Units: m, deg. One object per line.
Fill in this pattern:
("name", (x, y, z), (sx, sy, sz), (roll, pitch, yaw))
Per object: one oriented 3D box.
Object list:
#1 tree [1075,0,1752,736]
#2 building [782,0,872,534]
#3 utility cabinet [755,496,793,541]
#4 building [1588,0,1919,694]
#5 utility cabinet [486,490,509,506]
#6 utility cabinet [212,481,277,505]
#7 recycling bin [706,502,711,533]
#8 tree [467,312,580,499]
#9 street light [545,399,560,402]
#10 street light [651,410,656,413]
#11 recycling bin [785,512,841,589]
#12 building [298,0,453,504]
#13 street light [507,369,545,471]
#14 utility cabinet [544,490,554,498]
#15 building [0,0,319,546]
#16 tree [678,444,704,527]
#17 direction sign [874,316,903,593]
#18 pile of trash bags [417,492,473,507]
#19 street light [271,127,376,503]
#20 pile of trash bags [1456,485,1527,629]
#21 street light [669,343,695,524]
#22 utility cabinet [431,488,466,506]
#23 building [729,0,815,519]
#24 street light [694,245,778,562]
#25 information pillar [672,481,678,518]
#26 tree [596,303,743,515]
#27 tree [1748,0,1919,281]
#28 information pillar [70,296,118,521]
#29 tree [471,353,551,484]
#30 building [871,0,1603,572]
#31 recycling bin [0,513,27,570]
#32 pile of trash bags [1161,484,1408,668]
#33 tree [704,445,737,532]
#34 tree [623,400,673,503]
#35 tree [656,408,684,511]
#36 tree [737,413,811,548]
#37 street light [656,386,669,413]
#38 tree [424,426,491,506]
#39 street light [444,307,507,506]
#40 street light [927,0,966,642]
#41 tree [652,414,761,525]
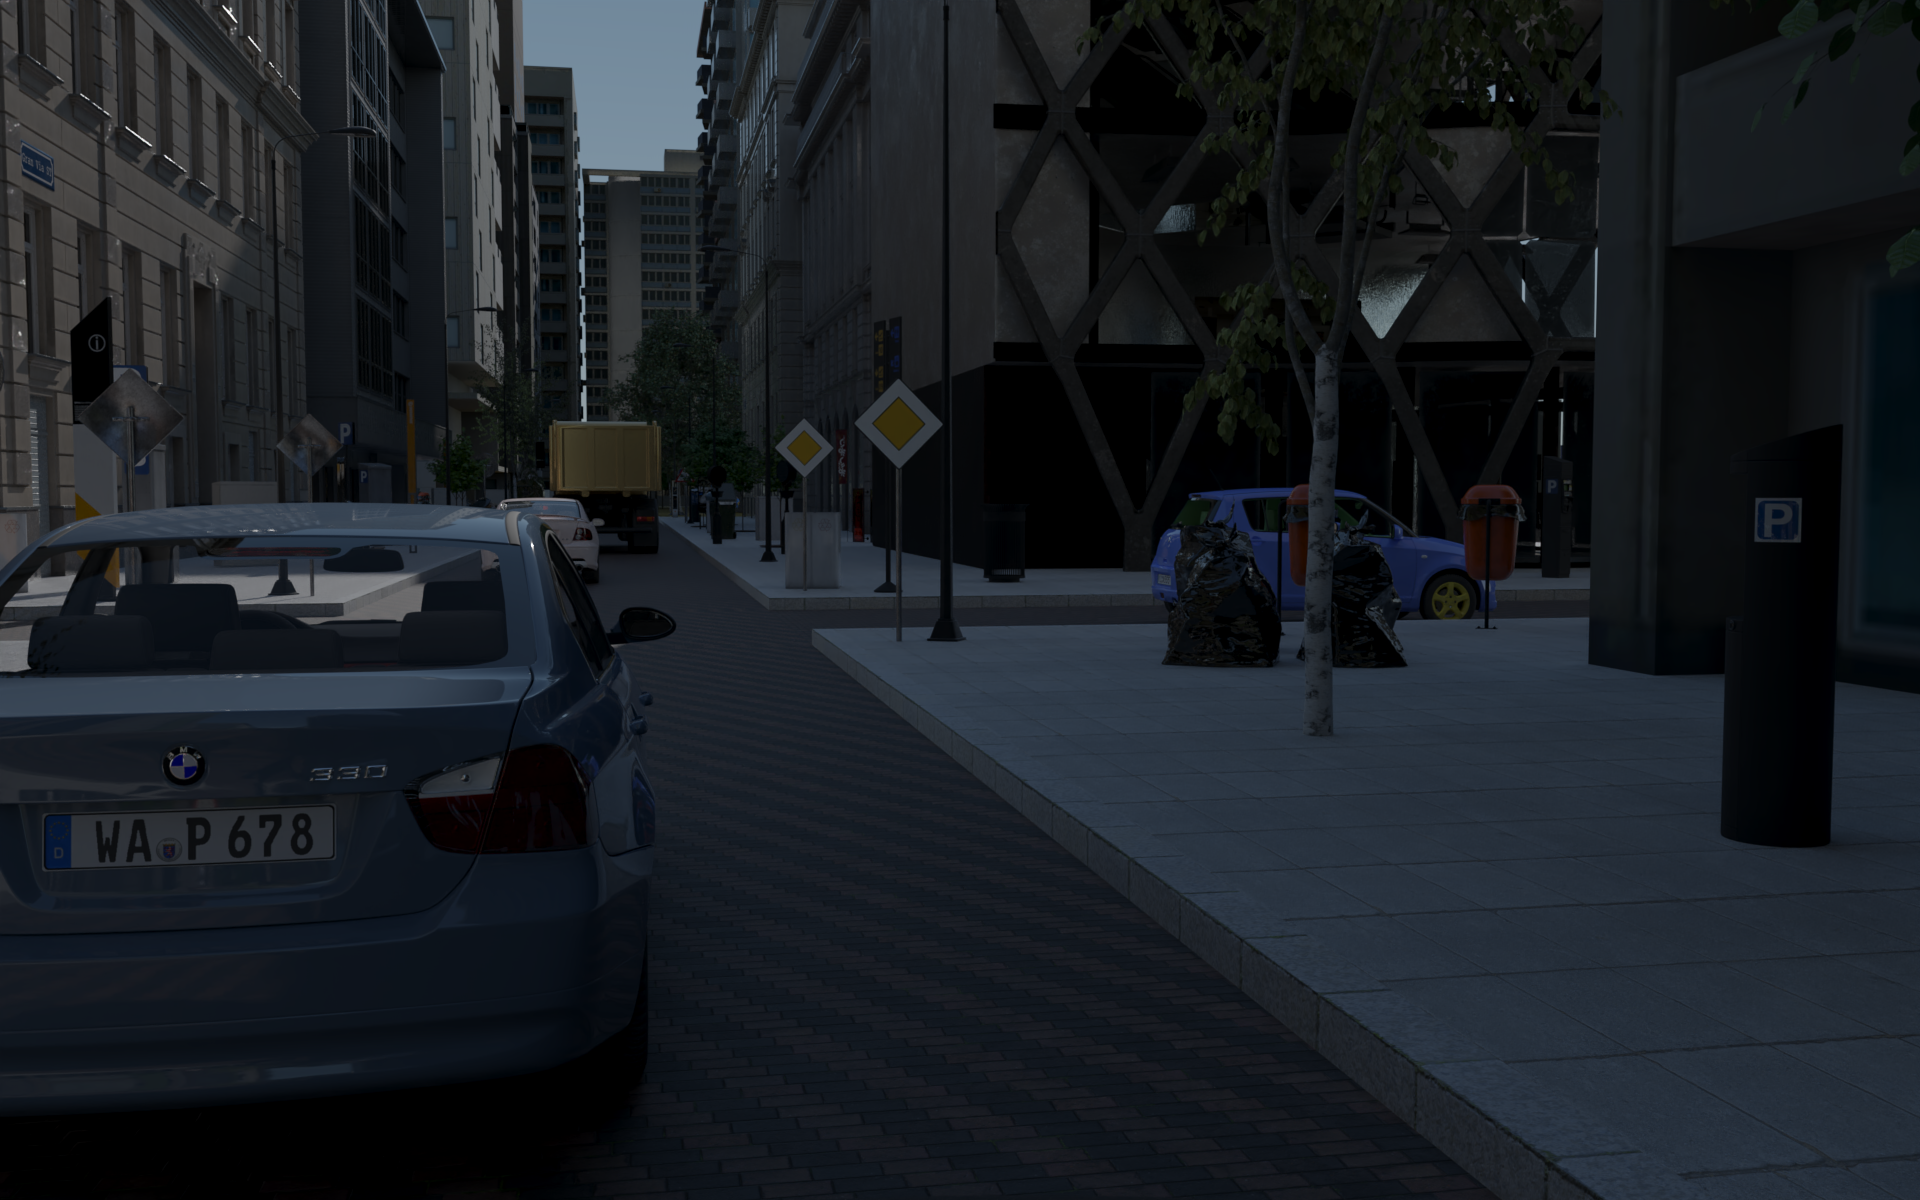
("tree", (2.107, -3.594, 9.122), (4.737, 8.622, 4.395), (0, 3, 0))
("building", (1.347, -13.489, 62.346), (13.314, 21.916, 24.055), (-1, 4, -11))
("utility cabinet", (-5.149, -2.253, 47.992), (1.020, 1.237, 0.306), (-2, 4, -26))
("building", (17.188, -23.218, 3.312), (21.300, 48.544, 21.600), (-1, 4, -11))
("utility cabinet", (-22.785, -4.673, 85.077), (1.173, 1.500, 0.318), (-3, 4, -36))
("utility cabinet", (-12.615, -1.347, 30.704), (0.318, 1.500, 1.173), (3, 5, 39))
("recycling bin", (-7.893, -2.723, 57.070), (0.722, 1.027, 0.722), (1, 4, 14))
("tree", (-18.011, -7.367, 70.807), (4.360, 8.622, 3.978), (0, 3, 0))
("street light", (-20.231, -6.874, 84.928), (1.470, 5.913, 1.316), (-1, 4, -11))
("street light", (-16.441, -7.576, 96.407), (1.470, 5.913, 1.316), (-1, 4, -11))
("recycling bin", (-2.013, -0.686, 23.766), (0.722, 1.027, 0.722), (0, 4, -1))
("building", (-27.145, -14.865, 62.116), (14.314, 24.678, 30.058), (-1, 4, -11))
("street light", (-16.287, -5.603, 64.143), (1.470, 5.913, 1.316), (-1, 4, -11))
("utility cabinet", (-22.241, -5.201, 93.710), (0.318, 1.500, 1.173), (-2, 4, -32))
("building", (-21.297, -14.509, 34.486), (12.463, 27.353, 25.104), (-1, 4, -11))
("tree", (-10.053, -4.422, 66.903), (1.663, 3.219, 1.824), (0, 3, 0))
("direction sign", (-0.938, -1.868, 22.546), (0.379, 3.537, 0.876), (-2, 4, -25))
("pile of trash bags", (-26.093, -4.755, 87.492), (1.912, 1.369, 3.447), (1, 4, 23))
("street light", (-8.077, -3.023, 21.963), (1.470, 5.913, 1.316), (-1, 4, -11))
("pile of trash bags", (6.413, -0.393, 16.176), (3.447, 1.369, 1.912), (1, 4, 21))
("street light", (-8.154, -4.959, 53.621), (1.470, 5.913, 1.316), (-1, 4, -11))
("utility cabinet", (-18.329, -3.268, 62.103), (1.173, 1.500, 0.318), (-2, 4, -35))
("building", (-4.424, -17.663, 86.055), (12.463, 27.353, 25.104), (-1, 4, -11))
("street light", (-4.168, -3.674, 32.616), (1.470, 5.913, 1.316), (-1, 4, -11))
("information pillar", (-15.540, -5.502, 94.451), (0.304, 2.012, 0.304), (-1, 4, -10))
("tree", (-16.974, -11.433, 103.945), (9.611, 12.733, 9.660), (0, 3, 0))
("tree", (3.193, -1.200, 3.329), (4.285, 4.588, 4.351), (0, 3, 0))
("information pillar", (-10.285, -1.790, 20.617), (0.504, 3.616, 0.183), (0, 4, 2))
("tree", (-22.859, -8.508, 89.462), (4.737, 8.622, 4.395), (0, 3, 0))
("building", (7.634, -10.278, 35.492), (16.811, 18.784, 16.820), (-1, 4, -11))
("recycling bin", (-12.598, -0.609, 22.519), (0.722, 1.027, 0.722), (-3, 5, -40))
("pile of trash bags", (2.752, -0.279, 14.312), (1.912, 1.369, 3.447), (1, 4, 16))
("tree", (-7.446, -3.923, 58.739), (1.663, 3.219, 1.824), (0, 3, 0))
("tree", (-27.610, -13.521, 155.483), (7.601, 10.594, 8.767), (-1, 4, -19))
("tree", (-21.495, -10.887, 128.366), (4.360, 8.622, 3.978), (0, 3, 0))
("tree", (-4.263, -2.876, 41.623), (1.663, 3.219, 1.824), (0, 3, 0))
("street light", (-12.203, -6.250, 74.723), (1.470, 5.913, 1.316), (-1, 4, -11))
("tree", (-14.109, -3.353, 49.420), (1.663, 3.219, 1.824), (0, 3, 0))
("street light", (-12.165, -4.308, 42.984), (1.470, 5.913, 1.316), (-1, 4, -11))
("street light", (-0.651, -2.592, 14.922), (1.470, 5.913, 1.316), (-1, 4, -11))
("tree", (-9.818, -5.351, 71.199), (4.285, 4.588, 4.351), (0, 3, 0))
